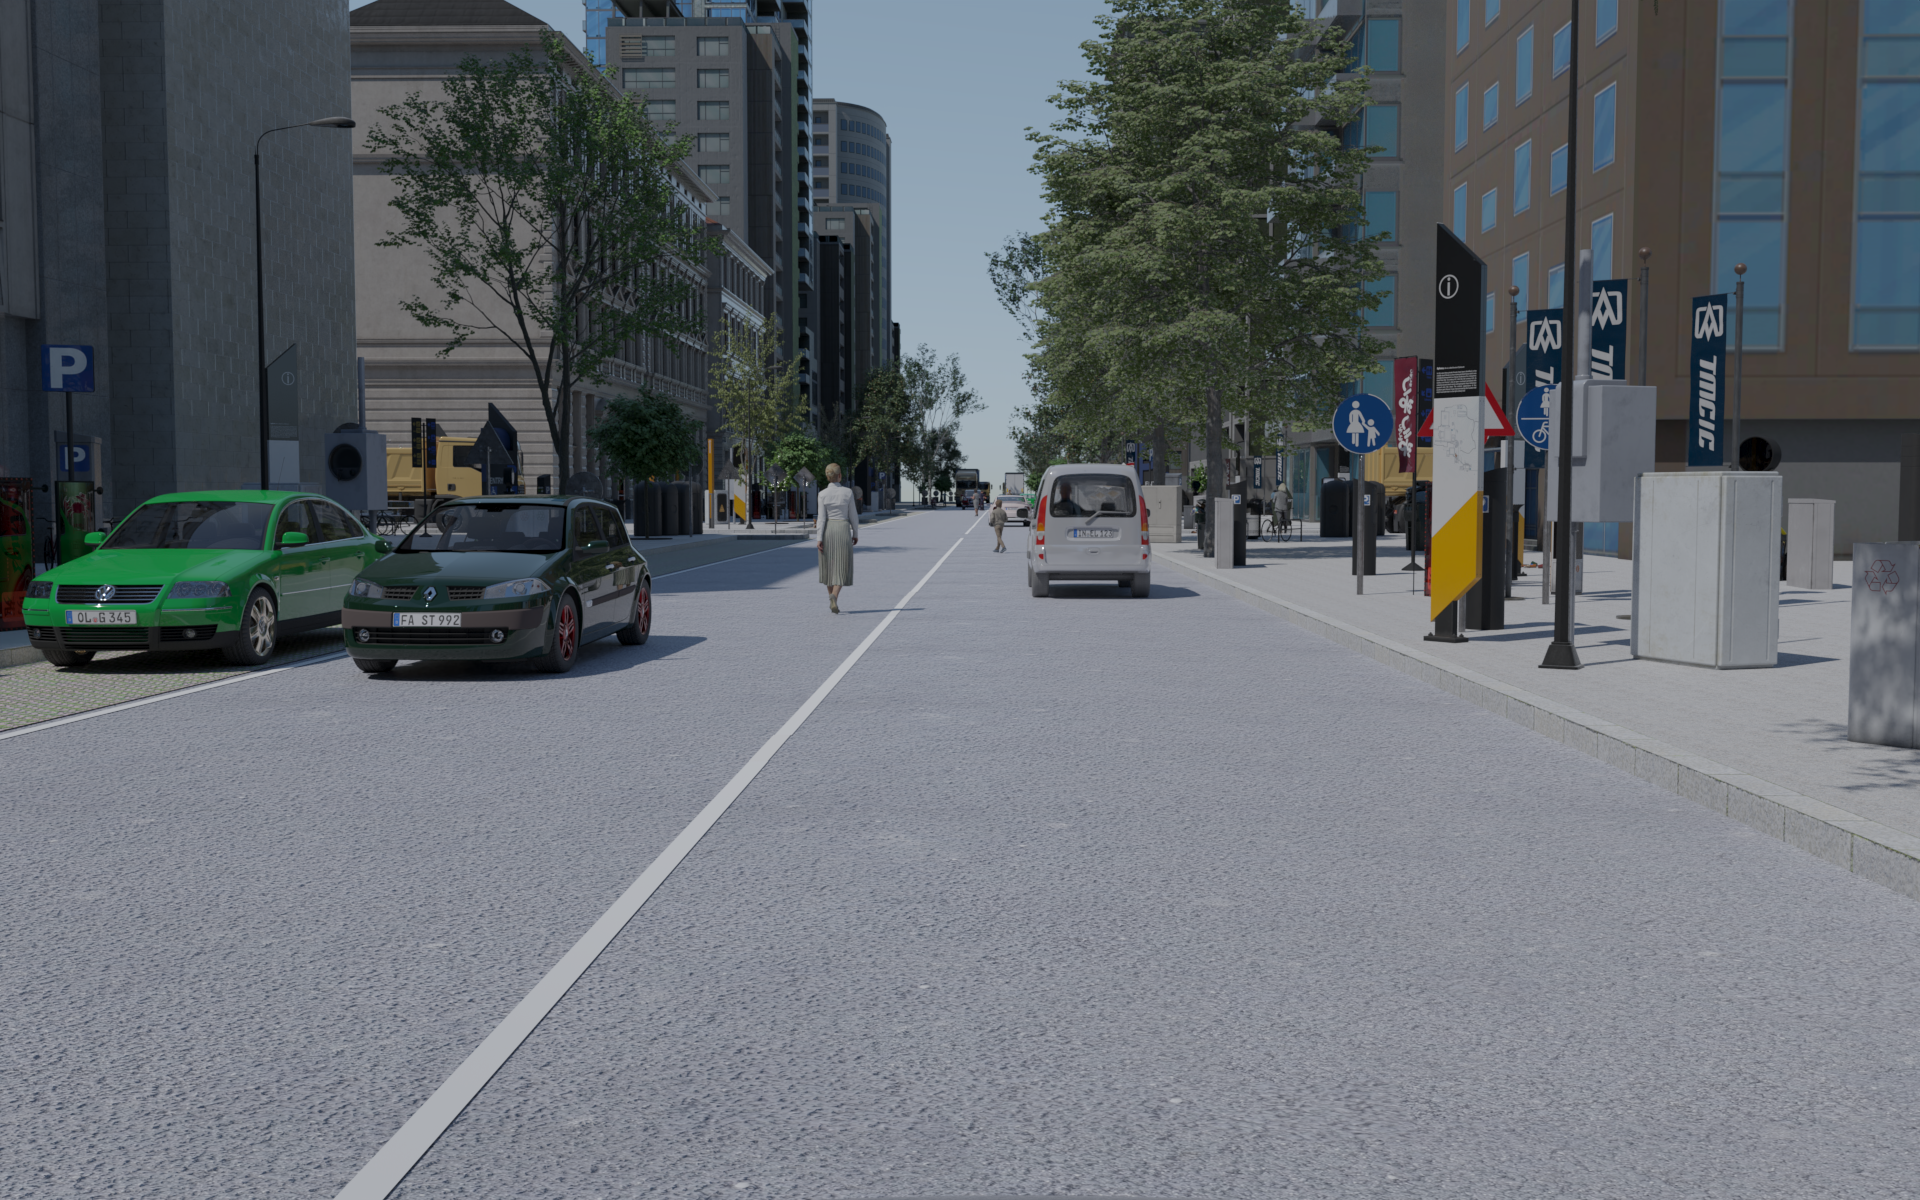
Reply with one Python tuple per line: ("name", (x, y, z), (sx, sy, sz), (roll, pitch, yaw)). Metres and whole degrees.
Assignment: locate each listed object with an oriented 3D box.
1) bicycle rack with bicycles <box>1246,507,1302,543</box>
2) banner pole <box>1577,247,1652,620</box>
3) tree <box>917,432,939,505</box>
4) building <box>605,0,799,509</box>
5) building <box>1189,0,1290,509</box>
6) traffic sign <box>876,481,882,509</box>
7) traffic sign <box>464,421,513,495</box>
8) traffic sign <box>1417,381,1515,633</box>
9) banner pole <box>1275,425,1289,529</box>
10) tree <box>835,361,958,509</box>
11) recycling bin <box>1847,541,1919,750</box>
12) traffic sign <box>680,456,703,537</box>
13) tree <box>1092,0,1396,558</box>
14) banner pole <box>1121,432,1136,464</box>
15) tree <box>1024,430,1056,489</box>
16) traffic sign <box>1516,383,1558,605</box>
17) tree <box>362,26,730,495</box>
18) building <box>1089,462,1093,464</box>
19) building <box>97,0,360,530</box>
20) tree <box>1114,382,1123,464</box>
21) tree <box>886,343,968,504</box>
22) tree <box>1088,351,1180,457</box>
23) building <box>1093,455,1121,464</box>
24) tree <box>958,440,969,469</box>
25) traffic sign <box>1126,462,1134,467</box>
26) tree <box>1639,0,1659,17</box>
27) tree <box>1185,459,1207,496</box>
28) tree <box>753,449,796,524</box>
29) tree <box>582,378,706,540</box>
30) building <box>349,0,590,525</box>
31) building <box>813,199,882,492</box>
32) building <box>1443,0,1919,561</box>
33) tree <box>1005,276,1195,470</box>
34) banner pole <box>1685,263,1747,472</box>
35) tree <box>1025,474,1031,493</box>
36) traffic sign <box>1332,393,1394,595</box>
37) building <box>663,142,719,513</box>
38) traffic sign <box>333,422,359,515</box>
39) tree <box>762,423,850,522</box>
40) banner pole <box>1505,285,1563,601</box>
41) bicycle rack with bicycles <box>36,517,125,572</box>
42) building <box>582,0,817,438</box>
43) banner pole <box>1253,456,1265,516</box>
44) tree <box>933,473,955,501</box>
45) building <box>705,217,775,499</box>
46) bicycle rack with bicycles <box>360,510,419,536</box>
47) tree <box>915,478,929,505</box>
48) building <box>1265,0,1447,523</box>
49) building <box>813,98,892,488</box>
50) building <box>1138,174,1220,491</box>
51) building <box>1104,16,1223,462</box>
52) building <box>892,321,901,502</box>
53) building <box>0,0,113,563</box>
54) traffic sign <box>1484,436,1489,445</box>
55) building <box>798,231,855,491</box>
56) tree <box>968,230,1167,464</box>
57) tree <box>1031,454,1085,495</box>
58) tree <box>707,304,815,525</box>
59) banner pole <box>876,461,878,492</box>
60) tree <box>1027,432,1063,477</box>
("bicycle rack with bicycles", (7.866, -2.034, 46.631), (2.852, 0.926, 2.925), (2, 4, 31))
("banner pole", (6.748, -1.699, 17.788), (0.863, 3.779, 0.401), (2, 4, 30))
("tree", (-4.520, -14.999, 195.598), (4.737, 8.622, 4.395), (0, 3, 0))
("building", (-21.339, -28.284, 146.043), (14.154, 41.232, 14.086), (0, 4, 1))
("building", (27.515, -41.700, 120.049), (20.563, 71.187, 20.611), (0, 4, 1))
("traffic sign", (-6.273, -7.998, 132.898), (0.606, 2.300, 0.079), (0, 4, 6))
("traffic sign", (-8.365, -1.879, 30.732), (0.884, 2.594, 0.081), (0, 4, 3))
("traffic sign", (4.656, -0.978, 15.995), (0.884, 2.594, 0.081), (0, 4, 5))
("banner pole", (11.730, -4.469, 63.084), (0.401, 3.779, 0.863), (-2, 4, -23))
("tree", (-6.615, -14.215, 149.421), (9.611, 12.733, 9.660), (0, 3, 0))
("recycling bin", (5.090, 0.224, 8.885), (0.722, 1.027, 0.722), (-2, 4, -35))
("traffic sign", (-7.994, -3.136, 51.385), (0.768, 2.556, 0.104), (0, 4, 5))
("tree", (4.754, -7.148, 35.002), (7.486, 12.596, 7.792), (0, 3, 0))
("banner pole", (6.790, -4.910, 70.296), (0.863, 3.779, 0.401), (-2, 4, -26))
("tree", (9.200, -14.479, 187.099), (4.737, 8.622, 4.395), (0, 3, 0))
("traffic sign", (6.809, -1.220, 20.060), (0.768, 2.556, 0.104), (0, 4, 7))
("tree", (-9.398, -6.998, 40.169), (9.928, 11.665, 9.643), (0, 3, 0))
("building", (26.314, -29.806, 259.034), (14.160, 30.474, 14.107), (0, 4, 1))
("building", (-24.830, -11.421, 41.487), (16.860, 20.320, 10.420), (0, 4, 1))
("tree", (9.565, -8.879, 95.530), (4.737, 8.622, 4.395), (0, 3, 0))
("tree", (-3.657, -21.940, 214.605), (12.611, 20.169, 13.585), (0, 3, 0))
("tree", (7.484, -7.576, 74.222), (4.360, 8.622, 3.978), (0, 3, 0))
("building", (25.741, -34.282, 244.104), (14.154, 41.232, 14.086), (0, 4, 1))
("tree", (-3.036, -22.296, 281.554), (9.611, 12.733, 9.660), (0, 3, 0))
("traffic sign", (6.904, -4.248, 69.565), (0.768, 2.556, 0.104), (0, 4, 7))
("tree", (5.007, -4.345, 5.457), (8.767, 10.594, 7.601), (-2, 4, -31))
("tree", (13.288, -6.220, 96.299), (1.663, 3.219, 1.824), (0, 3, 0))
("tree", (-7.747, -4.853, 73.950), (1.663, 3.219, 1.824), (0, 3, 0))
("tree", (-8.914, -3.992, 48.980), (4.285, 4.588, 4.351), (0, 3, 0))
("building", (-21.491, -15.420, 81.002), (11.050, 23.489, 19.941), (0, 4, 1))
("building", (-18.101, -33.835, 236.793), (14.154, 41.232, 14.086), (0, 4, 1))
("building", (19.685, -23.746, 38.365), (14.600, 45.320, 14.200), (0, 4, 1))
("tree", (7.273, -10.415, 87.300), (9.611, 12.733, 9.660), (0, 3, 0))
("banner pole", (8.353, -1.777, 19.078), (0.401, 3.779, 0.863), (-2, 4, -26))
("tree", (9.417, -11.074, 164.770), (4.285, 4.588, 4.351), (0, 3, 0))
("traffic sign", (5.096, -1.339, 21.991), (0.768, 2.556, 0.104), (0, 4, 3))
("building", (-21.115, -16.638, 100.903), (11.050, 23.489, 19.941), (0, 4, 1))
("traffic sign", (-10.825, -1.878, 30.806), (0.768, 2.556, 0.104), (0, 4, 3))
("tree", (-7.561, -5.875, 79.771), (4.285, 4.588, 4.351), (0, 3, 0))
("banner pole", (6.835, -1.880, 20.760), (0.863, 3.779, 0.401), (3, 4, 36))
("bicycle rack with bicycles", (-13.045, -0.847, 27.235), (2.852, 0.926, 2.925), (-2, 4, -32))
("building", (-24.771, -52.293, 167.659), (22.319, 86.520, 31.000), (0, 4, 1))
("banner pole", (17.285, -6.705, 99.650), (0.863, 3.779, 0.401), (0, 4, 5))
("tree", (-2.357, -18.721, 289.806), (4.285, 4.588, 4.351), (0, 3, 0))
("building", (-20.126, -17.447, 121.420), (11.583, 22.565, 21.152), (0, 4, 1))
("bicycle rack with bicycles", (-18.178, -2.441, 53.292), (2.925, 0.926, 2.852), (-1, 4, -19))
("tree", (-4.447, -13.002, 207.180), (1.663, 3.219, 1.824), (0, 3, 0))
("building", (29.671, -28.169, 80.170), (30.456, 49.044, 23.786), (0, 4, 1))
("building", (-21.567, -43.817, 258.413), (21.231, 58.520, 28.212), (0, 4, 1))
("building", (23.316, -23.529, 156.402), (14.160, 30.474, 14.107), (0, 4, 1))
("building", (30.902, -36.777, 190.535), (28.713, 52.752, 27.495), (0, 4, 1))
("building", (-16.986, -31.127, 280.620), (14.160, 30.474, 14.107), (0, 4, 1))
("building", (-22.959, -12.579, 23.694), (12.078, 24.808, 19.932), (0, 4, 1))
("traffic sign", (6.684, -1.411, 23.178), (0.768, 2.556, 0.104), (0, 4, 6))
("building", (-19.196, -25.691, 191.751), (14.160, 30.474, 14.107), (0, 4, 1))
("tree", (8.203, -15.557, 110.251), (12.611, 20.169, 13.585), (0, 3, 0))
("tree", (7.961, -8.816, 127.858), (4.285, 4.588, 4.351), (0, 3, 0))
("tree", (-8.186, -7.219, 68.393), (4.737, 8.622, 4.395), (0, 3, 0))
("banner pole", (-6.327, -8.690, 132.096), (0.401, 3.779, 0.863), (0, 4, -2))
("tree", (8.039, -12.834, 160.201), (4.360, 8.622, 3.978), (0, 3, 0))
